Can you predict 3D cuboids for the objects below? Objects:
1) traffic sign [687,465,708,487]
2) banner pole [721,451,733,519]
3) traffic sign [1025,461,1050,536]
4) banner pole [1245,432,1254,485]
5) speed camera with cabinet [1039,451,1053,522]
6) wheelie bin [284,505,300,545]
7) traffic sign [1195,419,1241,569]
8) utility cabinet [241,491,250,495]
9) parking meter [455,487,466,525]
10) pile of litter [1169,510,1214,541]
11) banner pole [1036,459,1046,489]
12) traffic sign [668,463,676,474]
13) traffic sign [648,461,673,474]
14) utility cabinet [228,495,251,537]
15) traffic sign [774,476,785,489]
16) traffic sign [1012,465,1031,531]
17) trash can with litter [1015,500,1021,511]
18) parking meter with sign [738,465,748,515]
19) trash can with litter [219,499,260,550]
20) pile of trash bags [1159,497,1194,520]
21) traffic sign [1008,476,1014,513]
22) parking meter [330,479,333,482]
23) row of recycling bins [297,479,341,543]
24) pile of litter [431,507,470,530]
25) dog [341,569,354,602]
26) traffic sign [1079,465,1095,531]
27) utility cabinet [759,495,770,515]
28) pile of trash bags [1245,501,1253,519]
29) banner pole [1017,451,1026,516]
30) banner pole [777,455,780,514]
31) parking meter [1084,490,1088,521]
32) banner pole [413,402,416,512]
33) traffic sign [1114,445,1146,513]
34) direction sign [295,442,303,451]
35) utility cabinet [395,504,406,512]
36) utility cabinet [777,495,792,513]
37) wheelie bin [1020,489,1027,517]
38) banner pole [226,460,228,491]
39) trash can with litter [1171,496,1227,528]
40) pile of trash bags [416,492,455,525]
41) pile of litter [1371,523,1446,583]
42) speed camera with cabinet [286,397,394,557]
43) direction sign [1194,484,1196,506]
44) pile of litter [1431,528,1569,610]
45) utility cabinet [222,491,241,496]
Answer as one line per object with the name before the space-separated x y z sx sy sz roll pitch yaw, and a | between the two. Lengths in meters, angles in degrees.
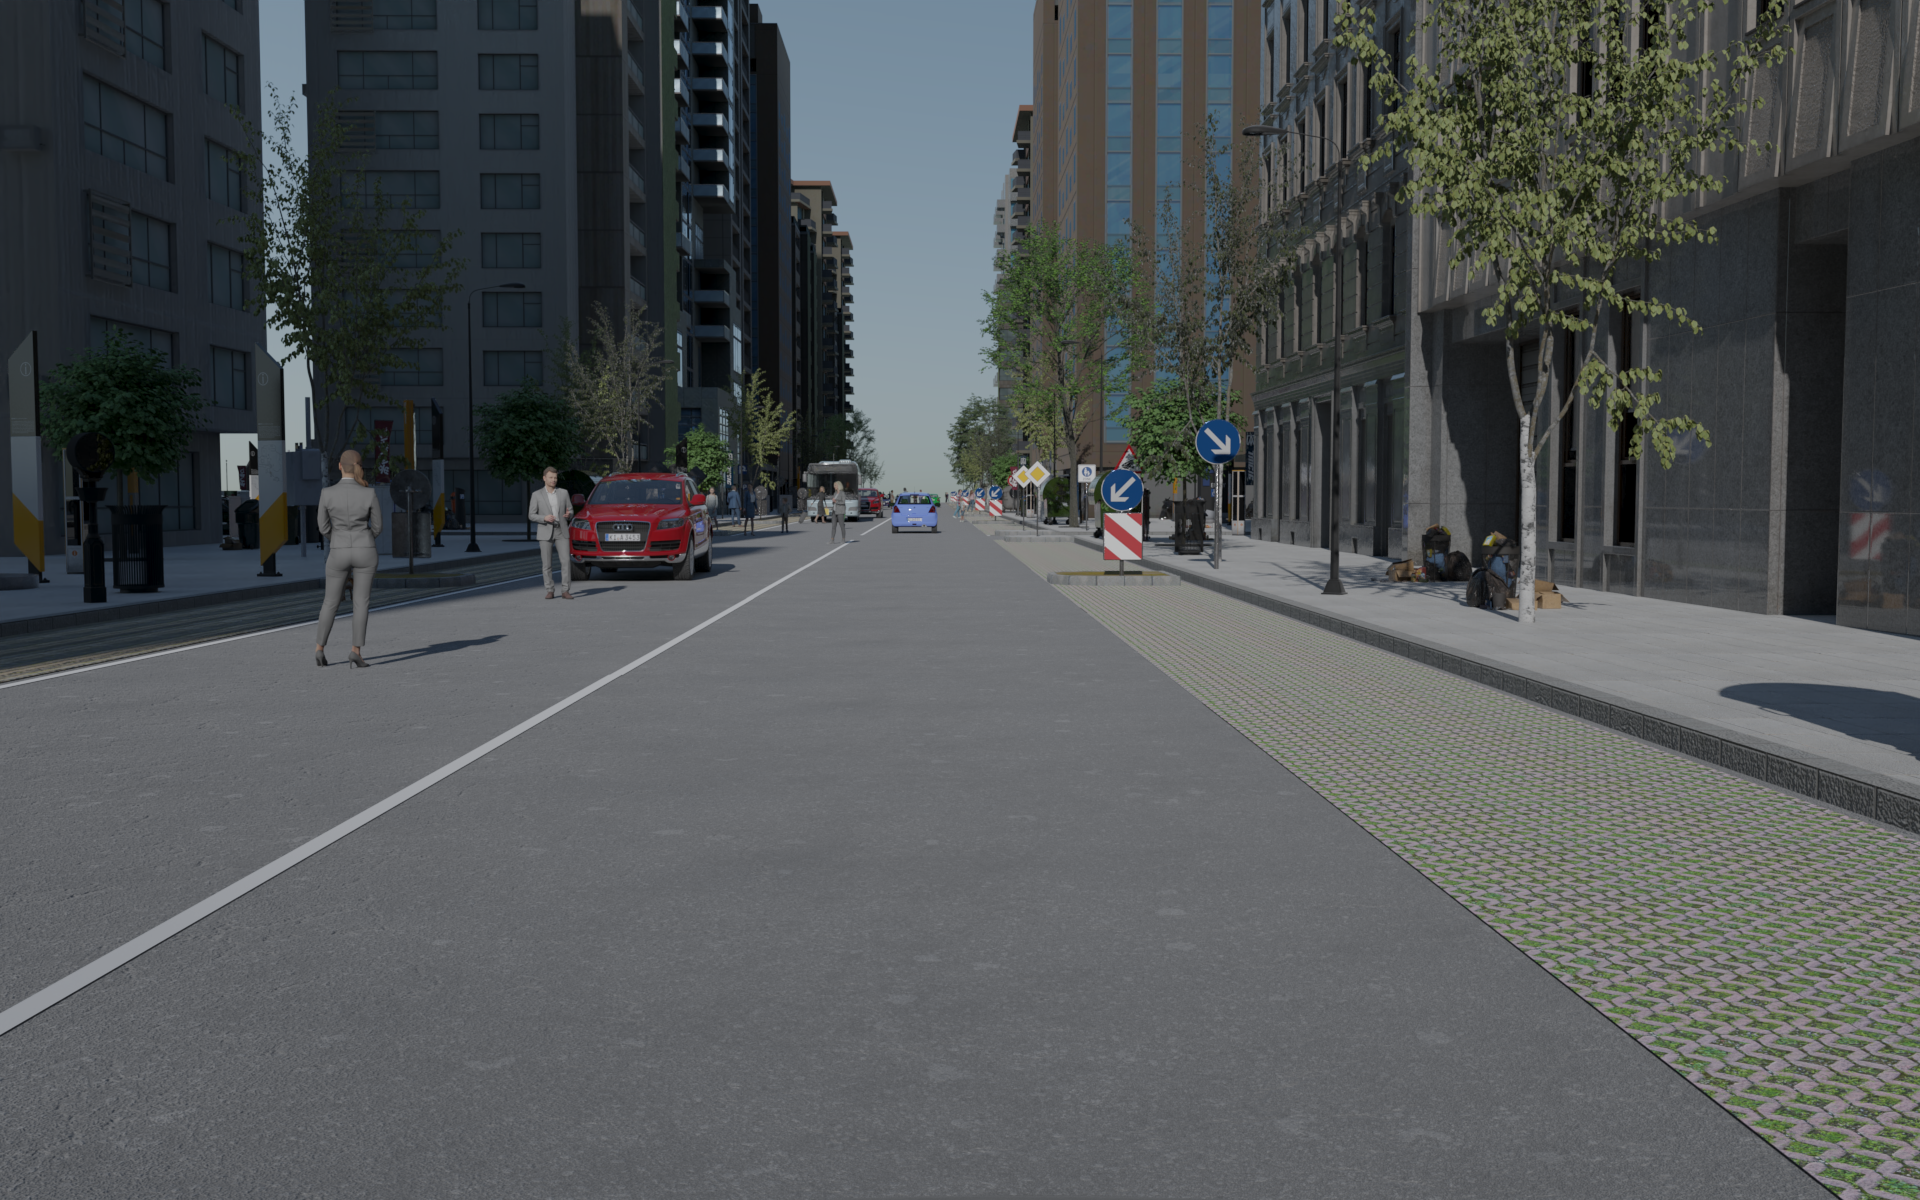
traffic sign | -9.174 -3.463 60.255 0.795 2.450 0.064 0 4 -1
banner pole | -11.902 -6.007 88.235 0.863 3.779 0.401 1 4 18
traffic sign | 2.341 -2.984 52.424 0.795 2.450 0.064 0 4 -1
banner pole | 10.358 -4.334 60.877 0.863 3.779 0.401 3 5 43
speed camera with cabinet | 4.007 -5.244 80.071 0.660 3.252 2.038 0 4 4
wheelie bin | -17.048 -2.178 43.521 0.980 1.594 0.693 -2 4 -35
traffic sign | 4.386 -1.800 29.542 0.768 2.556 0.104 0 4 0
utility cabinet | -47.660 -6.512 115.153 0.318 1.500 1.173 1 4 20
parking meter | -18.684 -3.447 64.775 0.372 1.533 0.369 0 3 0
pile of litter | 6.467 -2.105 48.389 1.176 0.858 1.719 0 4 -6
banner pole | 5.375 -7.581 113.966 0.863 3.779 0.401 0 4 3
traffic sign | -11.741 -4.370 71.558 0.768 2.556 0.104 0 4 8
traffic sign | -9.053 -2.974 52.271 0.795 2.450 0.064 0 4 -1
utility cabinet | -21.420 -2.470 51.540 0.306 1.237 1.020 -3 5 -42
traffic sign | -12.503 -7.326 119.893 0.768 2.556 0.104 0 4 2
traffic sign | 2.219 -3.472 60.408 0.795 2.450 0.064 0 4 -1
trash can with litter | 4.615 -7.373 131.930 0.624 1.170 1.055 -3 4 -37
parking meter with sign | -12.999 -6.597 104.127 0.543 3.016 1.738 -1 4 -13
trash can with litter | -16.481 -1.740 39.831 0.624 1.170 1.055 1 4 19
pile of trash bags | 11.644 -4.728 87.049 3.447 1.369 1.912 3 4 36
traffic sign | 3.535 -7.014 114.785 0.768 2.556 0.104 0 4 0
parking meter | -25.059 -3.861 68.838 0.255 1.863 0.399 -2 4 -29
row of recycling bins | -16.936 -2.423 46.727 1.069 1.692 3.534 1 4 13
pile of litter | -18.325 -2.949 62.175 1.719 0.858 1.176 3 4 38
dog | -8.165 -0.232 23.075 0.540 0.507 0.406 2 4 25
traffic sign | 4.430 -3.573 60.552 0.606 2.300 0.079 0 4 0
utility cabinet | -12.247 -5.946 108.372 0.306 1.237 1.020 -2 4 -32
pile of trash bags | 14.658 -4.854 89.113 1.912 1.369 3.447 -2 4 -26
banner pole | 3.526 -6.715 99.799 0.863 3.779 0.401 3 5 43
banner pole | -11.518 -7.330 109.860 0.401 3.779 0.863 0 4 2
parking meter | 6.020 -4.608 83.756 0.372 1.533 0.369 0 3 0
banner pole | -14.827 -3.491 47.095 0.401 3.779 0.863 -1 4 -22
traffic sign | 4.433 -2.781 45.479 0.884 2.594 0.081 0 4 4
direction sign | -28.998 -5.142 76.065 0.379 3.537 0.876 -3 5 -41
utility cabinet | -22.652 -3.587 69.808 1.020 1.237 0.306 0 4 3
utility cabinet | -12.055 -6.612 119.273 1.020 1.237 0.306 -2 4 -30
wheelie bin | 3.709 -5.412 96.400 0.693 1.594 0.980 0 4 4
banner pole | -53.819 -8.389 127.177 0.401 3.779 0.863 -1 4 -23
trash can with litter | 8.973 -3.357 65.939 1.678 1.210 2.233 -2 4 -34
pile of trash bags | -22.392 -3.828 72.337 3.447 1.369 1.912 -2 4 -34
pile of litter | 6.845 -0.713 25.617 1.719 0.858 1.176 -1 4 -10
speed camera with cabinet | -12.865 -2.545 35.941 2.038 3.252 0.660 -3 4 -38
direction sign | 8.500 -4.317 62.586 0.379 3.537 0.876 -1 4 -13
pile of litter | 6.430 -0.356 19.787 1.719 0.858 1.176 -3 5 -39
utility cabinet | -47.668 -6.365 112.742 0.318 1.500 1.173 3 5 44
